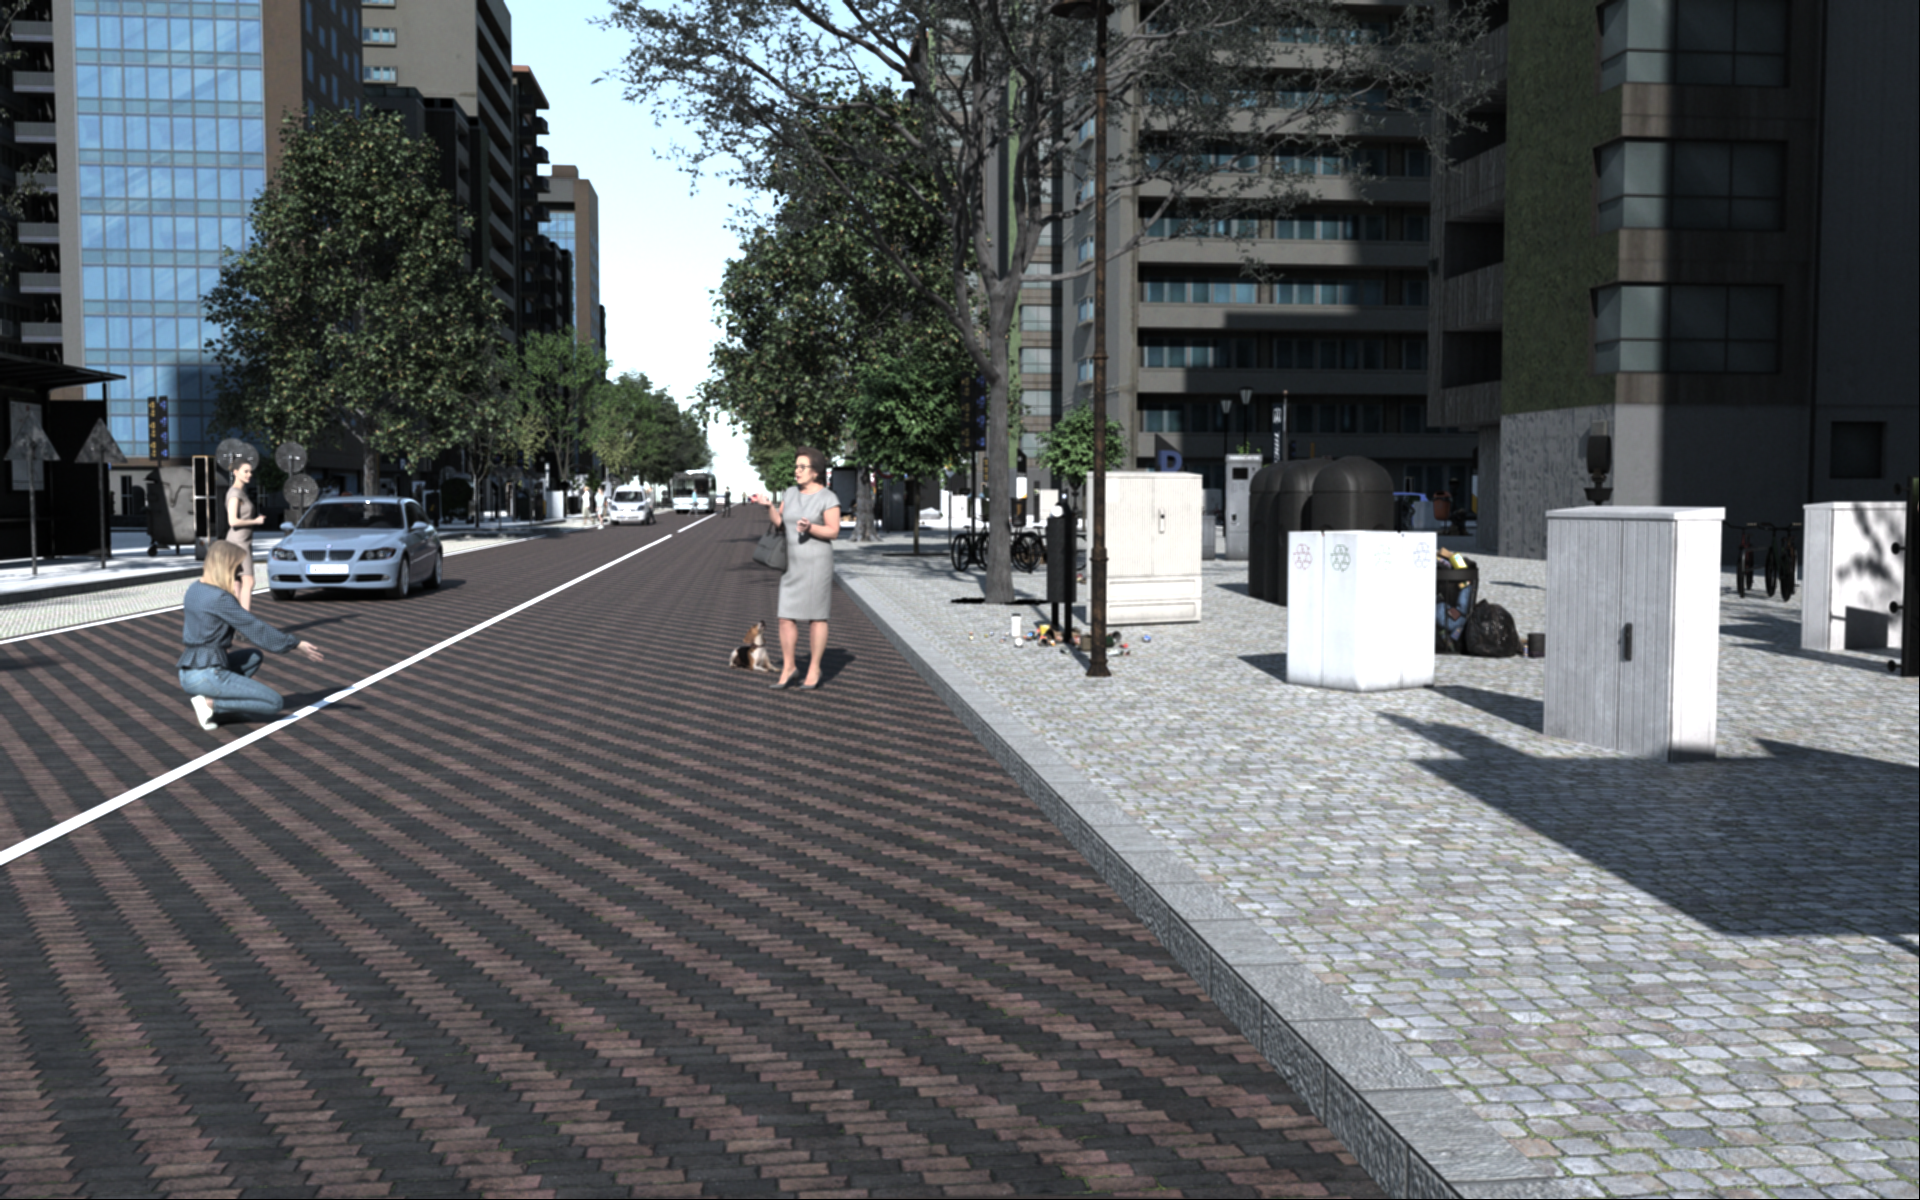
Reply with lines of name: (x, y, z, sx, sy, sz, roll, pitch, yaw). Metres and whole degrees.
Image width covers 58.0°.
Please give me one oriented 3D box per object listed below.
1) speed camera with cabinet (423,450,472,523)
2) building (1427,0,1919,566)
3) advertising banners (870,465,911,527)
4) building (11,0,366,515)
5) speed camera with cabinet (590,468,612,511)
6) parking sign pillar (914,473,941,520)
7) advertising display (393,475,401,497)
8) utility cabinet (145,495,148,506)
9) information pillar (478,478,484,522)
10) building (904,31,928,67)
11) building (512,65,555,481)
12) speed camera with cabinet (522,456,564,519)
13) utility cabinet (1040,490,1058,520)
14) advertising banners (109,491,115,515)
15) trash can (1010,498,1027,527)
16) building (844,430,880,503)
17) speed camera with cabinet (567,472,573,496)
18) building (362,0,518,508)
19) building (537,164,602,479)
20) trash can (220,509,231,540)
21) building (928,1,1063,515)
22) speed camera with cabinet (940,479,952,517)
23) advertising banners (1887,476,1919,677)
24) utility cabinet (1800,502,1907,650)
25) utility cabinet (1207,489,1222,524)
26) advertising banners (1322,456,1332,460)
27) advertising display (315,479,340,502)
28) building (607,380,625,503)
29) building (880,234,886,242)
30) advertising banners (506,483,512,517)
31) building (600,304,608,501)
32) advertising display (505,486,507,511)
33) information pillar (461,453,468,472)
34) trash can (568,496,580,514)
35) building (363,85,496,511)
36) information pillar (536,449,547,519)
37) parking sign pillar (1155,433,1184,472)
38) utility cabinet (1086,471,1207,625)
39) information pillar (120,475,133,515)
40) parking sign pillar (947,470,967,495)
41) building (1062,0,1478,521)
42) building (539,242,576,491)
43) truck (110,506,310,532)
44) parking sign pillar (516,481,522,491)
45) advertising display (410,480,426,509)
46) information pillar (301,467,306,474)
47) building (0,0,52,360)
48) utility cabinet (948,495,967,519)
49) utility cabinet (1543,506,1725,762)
speed camera with cabinet: (-22.763, -5.047, 76.862, 2.038, 3.252, 0.660, 0, 4, -2)
building: (17.762, -16.256, 37.482, 14.160, 30.474, 14.107, 0, 4, -7)
advertising banners: (-2.823, -4.357, 67.429, 2.074, 3.025, 0.090, 2, 4, 28)
building: (-41.251, -27.185, 94.582, 14.600, 45.320, 14.200, 0, 4, -7)
speed camera with cabinet: (-27.022, -8.282, 129.750, 2.038, 3.252, 0.660, 2, 4, 35)
parking sign pillar: (-1.670, -6.059, 87.541, 1.447, 3.967, 1.447, 1, 4, 10)
advertising display: (-18.723, -3.206, 57.624, 0.123, 1.923, 0.974, -2, 4, -24)
utility cabinet: (-40.305, -4.570, 85.881, 1.020, 1.237, 0.306, 0, 4, 5)
information pillar: (-22.187, -4.613, 79.913, 0.304, 2.012, 0.304, 2, 4, 30)
building: (5.894, -31.222, 165.102, 22.147, 44.769, 28.867, 0, 4, -7)
building: (-52.988, -31.730, 173.403, 22.147, 44.769, 28.867, 0, 4, -7)
speed camera with cabinet: (-21.769, -5.872, 90.340, 2.038, 3.252, 0.660, -2, 4, -28)
utility cabinet: (4.294, -4.628, 84.347, 0.318, 1.500, 1.173, 3, 5, 43)
advertising banners: (-38.645, -5.004, 78.005, 2.074, 3.025, 0.090, 3, 4, 36)
trash can: (2.292, -3.428, 67.700, 0.748, 1.137, 0.748, 0, 3, 0)
building: (-3.371, -25.714, 265.456, 27.650, 21.520, 28.899, 0, 4, -7)
speed camera with cabinet: (-25.964, -7.164, 111.459, 2.038, 3.252, 0.660, 0, 4, -4)
building: (-50.410, -32.074, 148.119, 21.300, 48.544, 21.600, 0, 4, -7)
building: (-57.233, -36.003, 238.763, 14.600, 45.320, 14.200, 0, 4, -7)
trash can: (-17.261, -1.796, 41.024, 0.748, 1.137, 0.748, 0, 3, 0)
building: (4.421, -27.420, 131.909, 14.154, 41.232, 14.086, 0, 4, -7)
speed camera with cabinet: (-1.036, -6.377, 98.601, 0.660, 3.252, 2.038, -1, 4, -19)
advertising banners: (7.545, -0.979, 12.189, 2.074, 3.025, 0.090, -1, 4, -8)
utility cabinet: (7.522, -0.206, 14.524, 1.020, 1.237, 0.306, -2, 4, -25)
utility cabinet: (10.635, -3.992, 73.943, 1.173, 1.500, 0.318, -2, 4, -33)
advertising banners: (17.288, -5.023, 78.309, 2.074, 3.025, 0.090, 3, 4, 38)
advertising display: (-26.699, -4.157, 73.175, 0.974, 1.923, 0.123, -2, 4, -29)
building: (-68.259, -26.253, 274.269, 27.650, 21.520, 28.899, 0, 4, -7)
building: (1.588, -33.003, 194.226, 22.147, 44.769, 28.867, 0, 4, -7)
advertising banners: (-25.424, -6.213, 97.777, 0.090, 3.025, 2.074, -1, 4, -23)
building: (-59.316, -29.449, 253.196, 14.160, 30.474, 14.107, 0, 4, -7)
advertising display: (-31.824, -7.173, 122.487, 0.123, 1.923, 0.974, 2, 4, 26)
information pillar: (-28.282, -6.582, 98.967, 0.504, 3.616, 0.183, 2, 4, 31)
trash can: (-24.345, -5.961, 109.114, 0.748, 1.137, 0.748, 0, 3, 0)
building: (-42.229, -21.673, 126.050, 14.160, 30.474, 14.107, 0, 4, -7)
information pillar: (-21.441, -5.949, 88.626, 0.504, 3.616, 0.183, -1, 4, -19)
parking sign pillar: (9.328, -5.421, 77.100, 1.447, 3.967, 1.447, -2, 4, -24)
utility cabinet: (1.822, -0.510, 17.024, 1.173, 1.500, 0.318, -2, 4, -28)
information pillar: (-32.712, -3.884, 67.999, 0.304, 2.012, 0.304, 0, 4, 1)
parking sign pillar: (-0.205, -7.901, 117.647, 1.447, 3.967, 1.447, 1, 4, 21)
building: (16.544, -28.572, 90.859, 21.600, 48.544, 21.300, 0, 4, -7)
building: (-51.393, -25.928, 195.620, 14.160, 30.474, 14.107, 0, 4, -7)
truck: (-29.792, -4.346, 60.823, 18.799, 4.110, 2.967, 0, 4, -5)
parking sign pillar: (-34.612, -9.007, 135.733, 1.447, 3.967, 1.447, 0, 4, -5)
advertising display: (-24.943, -4.559, 79.751, 0.123, 1.923, 0.974, 2, 4, 25)
information pillar: (-30.031, -5.376, 79.248, 0.183, 3.616, 0.504, 0, 4, -8)
building: (-60.115, -24.199, 87.535, 23.993, 40.220, 32.217, 0, 4, -7)
utility cabinet: (-0.112, -4.716, 88.265, 1.020, 1.237, 0.306, -2, 4, -33)
utility cabinet: (3.375, 0.146, 8.768, 0.306, 1.237, 1.020, -1, 4, -16)
